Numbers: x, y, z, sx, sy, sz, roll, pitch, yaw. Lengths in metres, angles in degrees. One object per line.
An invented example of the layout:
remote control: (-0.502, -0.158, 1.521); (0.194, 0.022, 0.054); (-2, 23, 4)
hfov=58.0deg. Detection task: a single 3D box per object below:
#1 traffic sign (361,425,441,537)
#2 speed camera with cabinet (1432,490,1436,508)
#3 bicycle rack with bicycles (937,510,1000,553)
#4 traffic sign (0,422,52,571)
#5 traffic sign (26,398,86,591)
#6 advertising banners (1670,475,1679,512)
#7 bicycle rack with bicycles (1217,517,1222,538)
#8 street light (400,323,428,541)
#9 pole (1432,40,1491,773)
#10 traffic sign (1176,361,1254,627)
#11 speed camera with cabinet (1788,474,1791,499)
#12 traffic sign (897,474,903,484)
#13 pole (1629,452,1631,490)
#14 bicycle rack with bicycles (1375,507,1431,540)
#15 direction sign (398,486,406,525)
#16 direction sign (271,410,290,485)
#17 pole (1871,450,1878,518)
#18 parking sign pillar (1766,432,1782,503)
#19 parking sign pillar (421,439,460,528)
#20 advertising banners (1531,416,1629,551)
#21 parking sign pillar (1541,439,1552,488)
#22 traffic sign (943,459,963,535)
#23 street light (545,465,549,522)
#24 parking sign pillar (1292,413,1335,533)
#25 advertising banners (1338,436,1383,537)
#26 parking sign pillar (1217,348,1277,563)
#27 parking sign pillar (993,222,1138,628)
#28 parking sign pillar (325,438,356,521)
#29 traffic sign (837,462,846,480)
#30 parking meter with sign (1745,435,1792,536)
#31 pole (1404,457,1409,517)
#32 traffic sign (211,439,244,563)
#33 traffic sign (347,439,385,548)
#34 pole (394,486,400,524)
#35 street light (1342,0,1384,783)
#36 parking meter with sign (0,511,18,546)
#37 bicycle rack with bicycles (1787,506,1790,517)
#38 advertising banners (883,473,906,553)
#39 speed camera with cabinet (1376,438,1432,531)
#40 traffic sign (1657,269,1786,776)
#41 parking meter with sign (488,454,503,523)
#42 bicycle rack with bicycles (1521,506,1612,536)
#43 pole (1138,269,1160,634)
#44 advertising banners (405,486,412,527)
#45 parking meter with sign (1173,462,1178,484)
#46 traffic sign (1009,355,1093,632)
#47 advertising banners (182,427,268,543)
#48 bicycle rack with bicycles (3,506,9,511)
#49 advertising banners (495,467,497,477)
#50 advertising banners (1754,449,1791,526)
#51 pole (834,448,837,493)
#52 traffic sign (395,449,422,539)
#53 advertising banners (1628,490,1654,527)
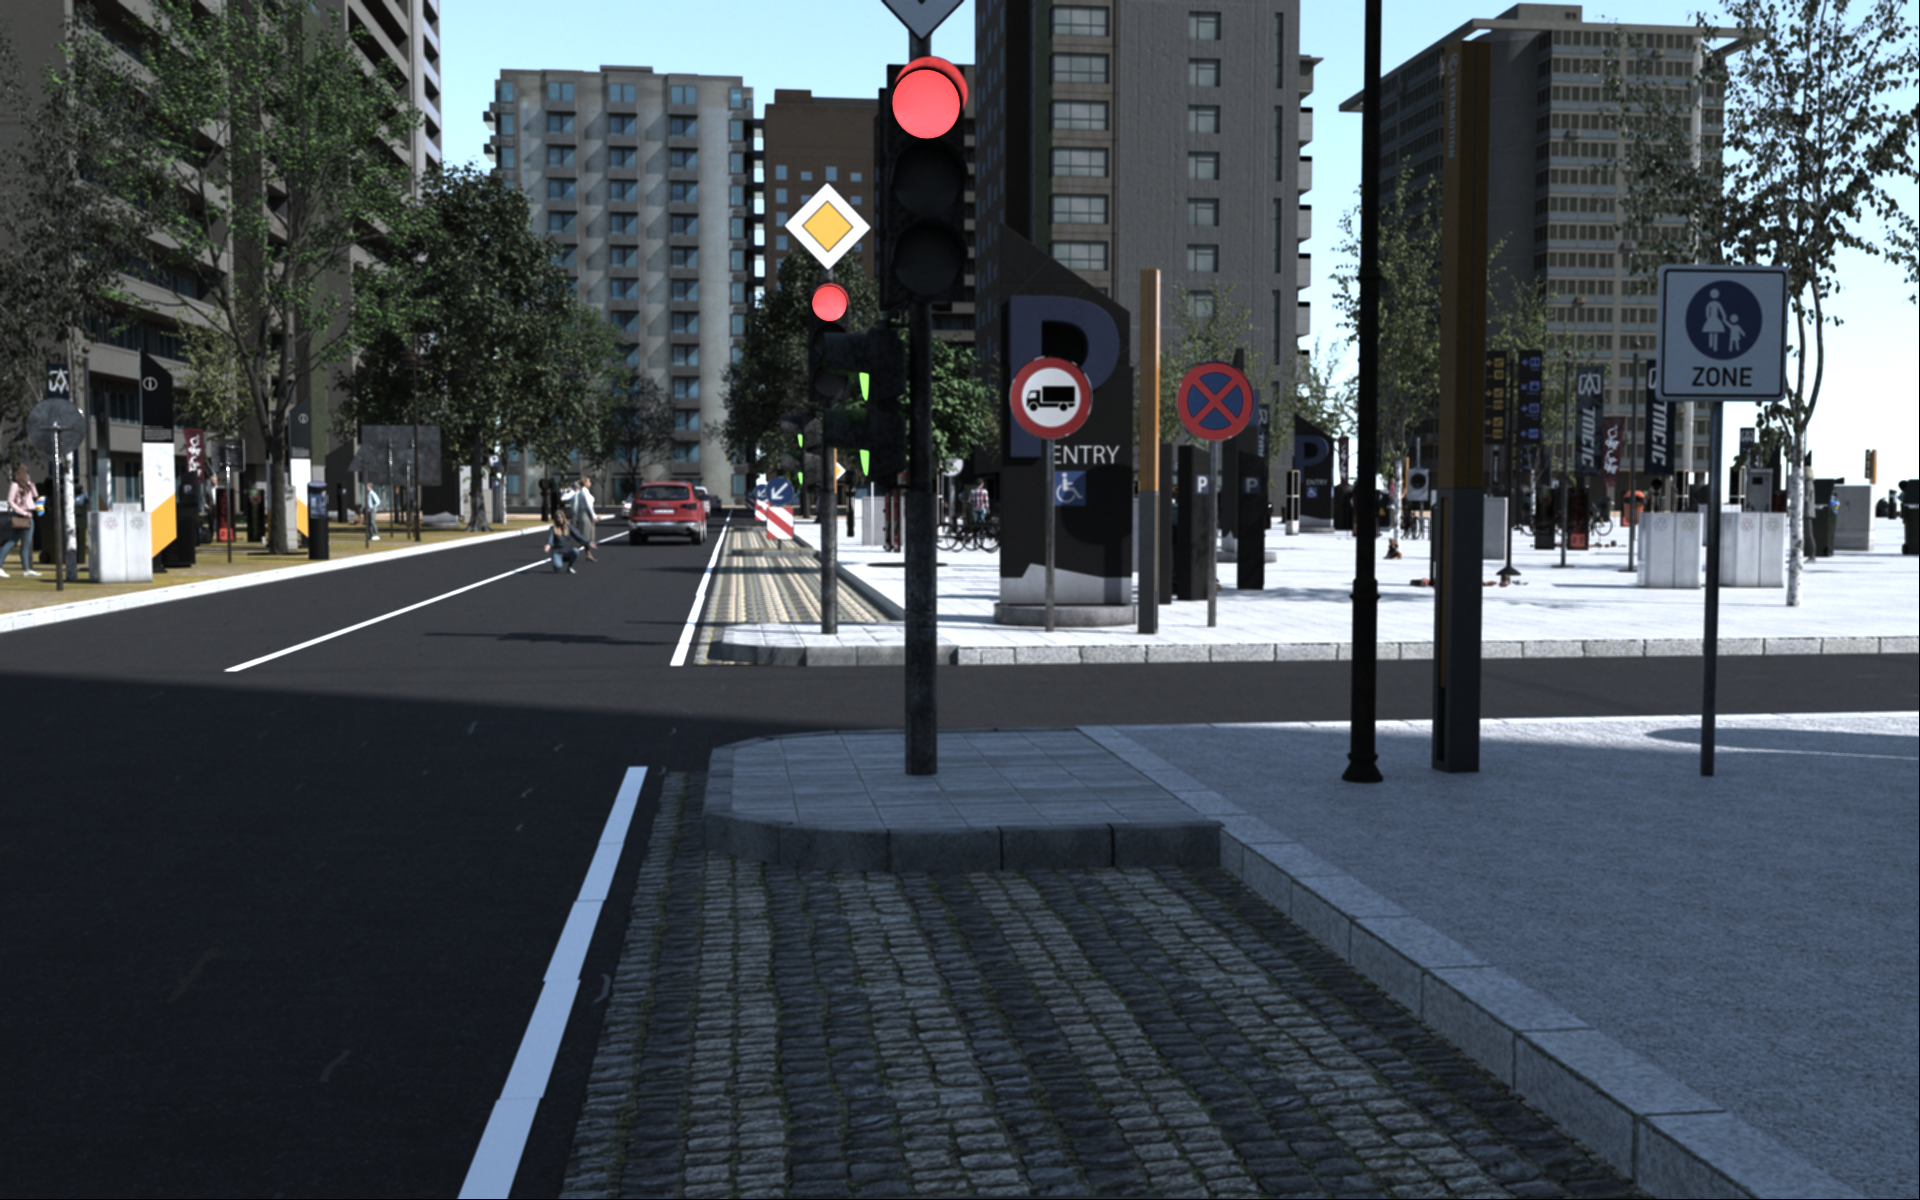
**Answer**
traffic sign: (-16.461, -3.499, 51.078); (2.265, 3.308, 0.079); (0, 4, -5)
speed camera with cabinet: (21.344, -5.029, 76.561); (0.660, 3.252, 2.038); (2, 4, 28)
bicycle rack with bicycles: (0.572, -1.549, 38.714); (2.925, 0.926, 2.852); (2, 4, 32)
traffic sign: (-15.166, -1.725, 28.204); (0.884, 2.594, 0.081); (0, 4, -7)
traffic sign: (-11.934, -1.393, 22.884); (0.768, 2.556, 0.104); (0, 4, -5)
advertising banners: (14.915, -2.447, 36.196); (0.090, 3.025, 2.074); (2, 4, 26)
bicycle rack with bicycles: (7.518, -2.311, 51.163); (2.925, 0.926, 2.852); (-3, 5, -43)
street light: (-14.699, -4.525, 46.775); (0.468, 5.910, 1.993); (0, 4, -7)
pole: (2.302, -0.863, 7.951); (0.158, 3.312, 0.155); (0, 3, 0)
traffic sign: (2.436, -1.013, 16.670); (0.768, 2.556, 0.104); (0, 4, -7)
speed camera with cabinet: (38.378, -5.280, 80.672); (2.038, 3.252, 0.660); (-1, 4, -12)
traffic sign: (-1.731, -2.992, 49.024); (0.768, 2.556, 0.104); (0, 4, -1)
pole: (32.353, -5.479, 83.422); (0.158, 3.312, 0.155); (0, 3, 0)
bicycle rack with bicycles: (12.441, -2.186, 49.130); (2.852, 0.926, 2.925); (1, 4, 11)
direction sign: (-23.250, -4.905, 72.197); (0.379, 3.537, 0.876); (0, 4, 7)
direction sign: (-18.283, -3.378, 47.228); (0.876, 3.537, 0.379); (-3, 4, -38)
pole: (42.088, -5.255, 79.763); (0.158, 3.312, 0.155); (0, 3, 0)
parking sign pillar: (34.212, -5.212, 73.695); (1.447, 3.967, 1.447); (2, 4, 34)
parking sign pillar: (-20.092, -4.796, 66.879); (1.447, 3.967, 1.447); (0, 4, -6)
advertising banners: (14.112, -2.653, 39.570); (2.074, 3.025, 0.090); (3, 4, 37)
parking sign pillar: (28.957, -5.941, 85.611); (1.447, 3.967, 1.447); (1, 4, 21)
traffic sign: (-0.289, -3.081, 50.484); (0.768, 2.556, 0.104); (0, 4, -2)
street light: (-18.886, -6.495, 78.978); (0.468, 5.910, 1.993); (0, 4, -7)
parking sign pillar: (11.654, -4.200, 57.142); (1.447, 3.967, 1.447); (1, 4, 22)
advertising banners: (12.005, -3.419, 52.096); (0.090, 3.025, 2.074); (-2, 4, -26)
parking sign pillar: (5.275, -2.705, 32.696); (1.447, 3.967, 1.447); (0, 4, -2)
parking sign pillar: (1.055, -1.759, 17.236); (1.447, 3.967, 1.447); (0, 4, -2)
parking sign pillar: (-29.762, -5.787, 83.082); (1.447, 3.967, 1.447); (-2, 4, -30)
traffic sign: (-4.853, -4.180, 68.073); (0.795, 2.593, 0.064); (0, 4, -5)
parking meter with sign: (23.846, -3.397, 51.798); (1.738, 3.016, 0.543); (1, 4, 10)
pole: (24.598, -6.214, 95.441); (0.158, 3.312, 0.155); (0, 3, 0)
traffic sign: (-13.628, -1.843, 32.261); (0.606, 2.300, 0.079); (0, 4, -1)
traffic sign: (-13.978, -2.493, 40.768); (0.884, 2.594, 0.081); (0, 4, -3)
pole: (-24.313, -4.945, 74.694); (0.158, 3.312, 0.155); (0, 3, 0)
street light: (1.807, -2.129, 7.598); (0.468, 5.910, 1.993); (0, 4, -7)
parking meter with sign: (-24.110, -2.822, 42.401); (1.738, 3.016, 0.543); (-2, 4, -23)
bicycle rack with bicycles: (46.459, -4.981, 94.817); (2.925, 0.926, 2.852); (0, 4, -8)
advertising banners: (-1.393, -2.561, 38.054); (0.090, 3.025, 2.074); (-1, 4, -17)
speed camera with cabinet: (15.346, -4.061, 60.735); (2.038, 3.252, 0.660); (1, 4, 10)
traffic sign: (3.409, -0.349, 7.831); (0.606, 2.300, 0.079); (0, 4, -6)
parking meter with sign: (-20.490, -4.926, 76.803); (0.543, 3.016, 1.738); (0, 4, -5)
bicycle rack with bicycles: (18.744, -2.473, 53.820); (2.925, 0.926, 2.852); (0, 4, 8)
pole: (1.729, -1.345, 15.826); (0.158, 3.312, 0.155); (0, 3, 0)
advertising banners: (-21.414, -4.352, 67.338); (0.090, 3.025, 2.074); (-2, 4, -25)
parking meter with sign: (11.056, -5.917, 93.000); (1.738, 3.016, 0.543); (-2, 4, -32)
traffic sign: (0.837, -0.975, 16.043); (0.768, 2.556, 0.104); (0, 4, -2)
advertising banners: (-19.393, -3.032, 45.760); (2.074, 3.025, 0.090); (-1, 4, -13)
bicycle rack with bicycles: (-33.876, -2.831, 59.661); (2.852, 0.926, 2.925); (-2, 4, -28)
advertising banners: (-21.217, -5.043, 78.643); (0.090, 3.025, 2.074); (-2, 4, -25)
advertising banners: (30.958, -4.233, 65.405); (2.074, 3.025, 0.090); (3, 4, 37)
pole: (-4.198, -3.898, 57.574); (0.158, 3.312, 0.155); (0, 3, 0)
traffic sign: (-15.616, -2.991, 49.011); (0.768, 2.556, 0.104); (0, 4, 2)
advertising banners: (26.216, -4.390, 67.965); (2.074, 3.025, 0.090); (0, 4, -5)
